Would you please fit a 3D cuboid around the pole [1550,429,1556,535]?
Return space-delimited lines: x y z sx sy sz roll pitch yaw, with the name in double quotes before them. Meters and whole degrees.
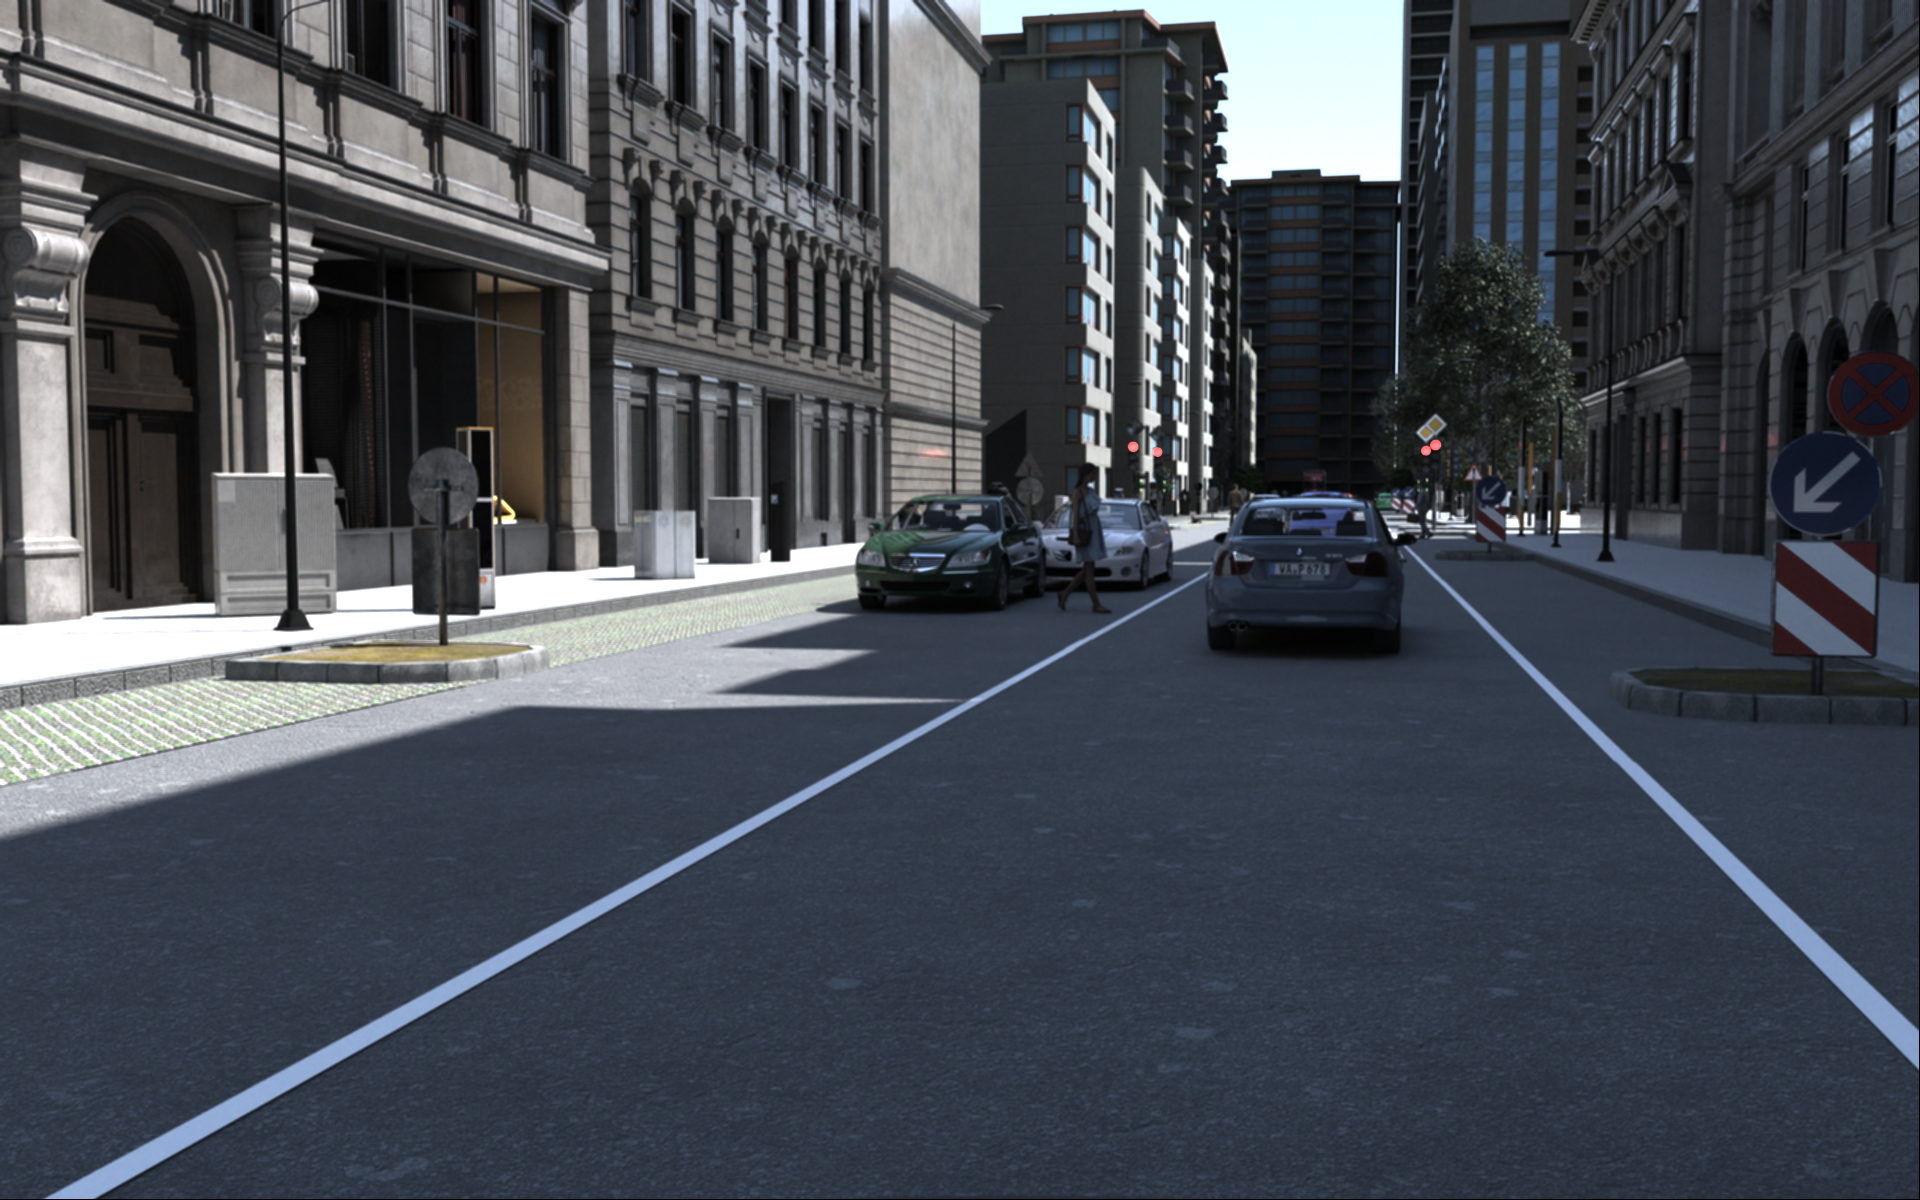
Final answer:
"pole" 18.667 -3.703 54.391 0.158 3.312 0.155 0 3 0

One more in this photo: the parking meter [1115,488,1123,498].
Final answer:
"parking meter" 6.732 -3.971 73.341 0.372 1.533 0.369 0 3 0

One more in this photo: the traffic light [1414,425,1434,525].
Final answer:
"traffic light" 18.282 -4.843 68.111 0.839 4.253 0.868 1 4 13

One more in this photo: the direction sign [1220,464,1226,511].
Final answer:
"direction sign" 19.791 -8.467 130.436 0.379 3.537 0.876 -1 4 -19

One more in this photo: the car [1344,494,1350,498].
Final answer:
"car" 20.719 -5.094 95.083 2.131 1.459 4.920 1 4 13

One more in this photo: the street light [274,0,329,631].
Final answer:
"street light" -5.768 -2.662 16.057 1.470 5.913 1.316 1 4 13

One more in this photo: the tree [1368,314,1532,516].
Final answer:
"tree" 29.680 -11.792 103.165 12.009 13.543 11.850 0 3 0

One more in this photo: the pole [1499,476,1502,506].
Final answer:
"pole" 39.015 -8.023 125.018 0.158 3.312 0.155 0 3 0

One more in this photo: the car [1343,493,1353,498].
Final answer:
"car" 25.348 -6.481 115.001 2.155 1.783 4.494 1 4 14

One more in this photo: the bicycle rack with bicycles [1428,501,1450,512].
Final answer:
"bicycle rack with bicycles" 35.410 -6.965 127.255 2.925 0.926 2.852 0 4 -4

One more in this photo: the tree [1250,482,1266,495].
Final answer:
"tree" 34.005 -12.277 195.334 1.663 3.219 1.824 0 3 0

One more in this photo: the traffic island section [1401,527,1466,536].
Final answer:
"traffic island section" 16.553 -2.333 60.428 2.009 0.180 2.903 1 4 13

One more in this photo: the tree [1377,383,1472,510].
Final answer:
"tree" 38.123 -13.190 141.405 9.928 11.665 9.643 0 3 0

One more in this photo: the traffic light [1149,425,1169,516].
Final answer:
"traffic light" 8.075 -4.983 70.400 0.839 4.253 0.868 1 4 13

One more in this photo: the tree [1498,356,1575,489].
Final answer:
"tree" 28.632 -8.298 86.040 4.737 8.622 4.395 0 3 0

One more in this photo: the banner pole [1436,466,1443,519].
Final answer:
"banner pole" 25.140 -6.156 90.663 0.401 3.779 0.863 1 4 17

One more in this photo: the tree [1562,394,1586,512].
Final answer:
"tree" 43.021 -10.503 122.085 4.360 8.622 3.978 0 3 0

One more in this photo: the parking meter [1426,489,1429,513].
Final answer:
"parking meter" 32.414 -7.029 120.627 0.399 1.863 0.255 2 4 33

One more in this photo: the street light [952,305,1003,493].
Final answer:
"street light" 0.373 -4.298 42.815 1.470 5.913 1.316 1 4 13

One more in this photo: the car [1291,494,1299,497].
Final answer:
"car" 32.367 -9.391 165.335 2.131 1.459 4.920 1 4 14

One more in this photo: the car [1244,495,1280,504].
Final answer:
"car" 13.880 -4.076 78.651 2.014 1.417 4.499 1 4 14

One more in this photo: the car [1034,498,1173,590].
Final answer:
"car" 2.251 -0.923 27.451 2.083 1.381 4.827 1 4 14

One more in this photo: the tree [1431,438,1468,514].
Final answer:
"tree" 31.556 -10.002 113.895 4.360 8.622 3.978 0 3 0

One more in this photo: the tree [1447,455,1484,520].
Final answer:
"tree" 24.987 -5.566 85.607 1.663 3.219 1.824 0 3 0

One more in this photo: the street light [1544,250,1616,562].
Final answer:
"street light" 11.793 -3.697 32.987 1.470 5.913 1.316 1 4 13

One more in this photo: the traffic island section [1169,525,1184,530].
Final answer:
"traffic island section" 8.038 -2.952 70.543 2.009 0.180 2.903 1 4 13

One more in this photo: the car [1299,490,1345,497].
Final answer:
"car" 9.579 -2.220 45.887 1.945 1.707 3.694 1 4 11

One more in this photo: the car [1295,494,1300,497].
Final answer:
"car" 10.939 -2.543 53.375 2.131 1.459 4.920 1 4 11

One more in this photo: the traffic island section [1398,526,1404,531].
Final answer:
"traffic island section" 18.318 -2.809 68.216 2.009 0.180 2.903 1 4 13

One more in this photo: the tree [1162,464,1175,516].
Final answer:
"tree" 12.230 -6.641 103.175 1.663 3.219 1.824 0 3 0

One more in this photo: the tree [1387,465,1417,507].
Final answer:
"tree" 43.724 -11.488 171.535 4.285 4.588 4.351 0 3 0

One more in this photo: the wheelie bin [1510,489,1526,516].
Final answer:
"wheelie bin" 32.614 -5.705 101.190 0.980 1.594 0.693 -1 4 -15

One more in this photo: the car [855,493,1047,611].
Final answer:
"car" -0.025 -0.680 22.920 2.131 1.459 4.920 1 4 12

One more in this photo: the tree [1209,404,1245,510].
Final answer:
"tree" 21.094 -11.636 140.607 4.360 8.622 3.978 0 3 0

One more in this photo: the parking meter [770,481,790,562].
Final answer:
"parking meter" -3.407 -1.494 32.831 0.372 1.533 0.369 0 3 0

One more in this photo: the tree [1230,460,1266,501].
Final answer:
"tree" 27.725 -11.195 166.747 4.285 4.588 4.351 0 3 0

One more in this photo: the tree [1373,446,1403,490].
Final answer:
"tree" 53.915 -16.256 216.145 4.737 8.622 4.395 0 3 0

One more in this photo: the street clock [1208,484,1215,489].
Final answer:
"street clock" 18.992 -7.721 130.815 0.471 2.002 0.358 0 3 0

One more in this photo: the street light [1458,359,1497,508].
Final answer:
"street light" 17.843 -5.327 59.641 1.470 5.913 1.316 1 4 13

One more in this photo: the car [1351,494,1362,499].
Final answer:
"car" 43.316 -11.132 190.804 1.959 1.807 4.718 1 4 13

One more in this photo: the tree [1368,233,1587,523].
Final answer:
"tree" 22.924 -9.740 76.263 9.611 12.733 9.660 0 3 0

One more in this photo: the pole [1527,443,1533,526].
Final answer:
"pole" 22.678 -4.590 68.889 0.158 3.312 0.155 0 3 0

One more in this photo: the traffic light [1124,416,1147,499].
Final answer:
"traffic light" 6.309 -4.507 62.611 0.839 4.253 0.868 1 4 13

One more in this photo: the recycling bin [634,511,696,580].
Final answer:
"recycling bin" -4.476 -0.838 26.250 0.722 1.027 0.722 -2 4 -35

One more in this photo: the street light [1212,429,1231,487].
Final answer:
"street light" 18.773 -9.306 124.699 1.470 5.913 1.316 1 4 13

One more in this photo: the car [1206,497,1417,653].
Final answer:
"car" 3.455 -0.308 17.034 2.014 1.417 4.499 1 4 14

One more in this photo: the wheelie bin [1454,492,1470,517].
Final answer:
"wheelie bin" 27.962 -5.414 96.420 0.980 1.594 0.693 -3 5 -42

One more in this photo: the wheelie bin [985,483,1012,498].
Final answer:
"wheelie bin" 1.025 -2.461 48.153 0.693 1.594 0.980 2 4 29

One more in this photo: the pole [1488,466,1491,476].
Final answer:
"pole" 37.489 -7.879 122.662 0.158 3.312 0.155 0 3 0

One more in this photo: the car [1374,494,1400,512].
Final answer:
"car" 32.224 -7.445 130.516 1.959 1.807 4.718 1 4 13

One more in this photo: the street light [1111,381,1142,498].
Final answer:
"street light" 6.823 -6.060 71.621 1.470 5.913 1.316 1 4 13

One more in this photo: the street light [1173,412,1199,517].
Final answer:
"street light" 12.799 -7.683 98.160 1.470 5.913 1.316 1 4 13

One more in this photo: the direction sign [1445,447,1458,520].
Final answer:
"direction sign" 23.864 -5.636 84.139 0.876 3.537 0.379 -2 4 -32

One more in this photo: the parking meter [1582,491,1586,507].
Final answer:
"parking meter" 45.136 -7.139 125.125 0.372 1.533 0.369 0 3 0

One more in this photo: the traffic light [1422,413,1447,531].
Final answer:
"traffic light" 16.516 -4.367 60.322 0.839 4.253 0.868 1 4 13

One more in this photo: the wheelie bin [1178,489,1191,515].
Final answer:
"wheelie bin" 13.672 -5.958 105.316 0.693 1.594 0.980 -1 4 -10
